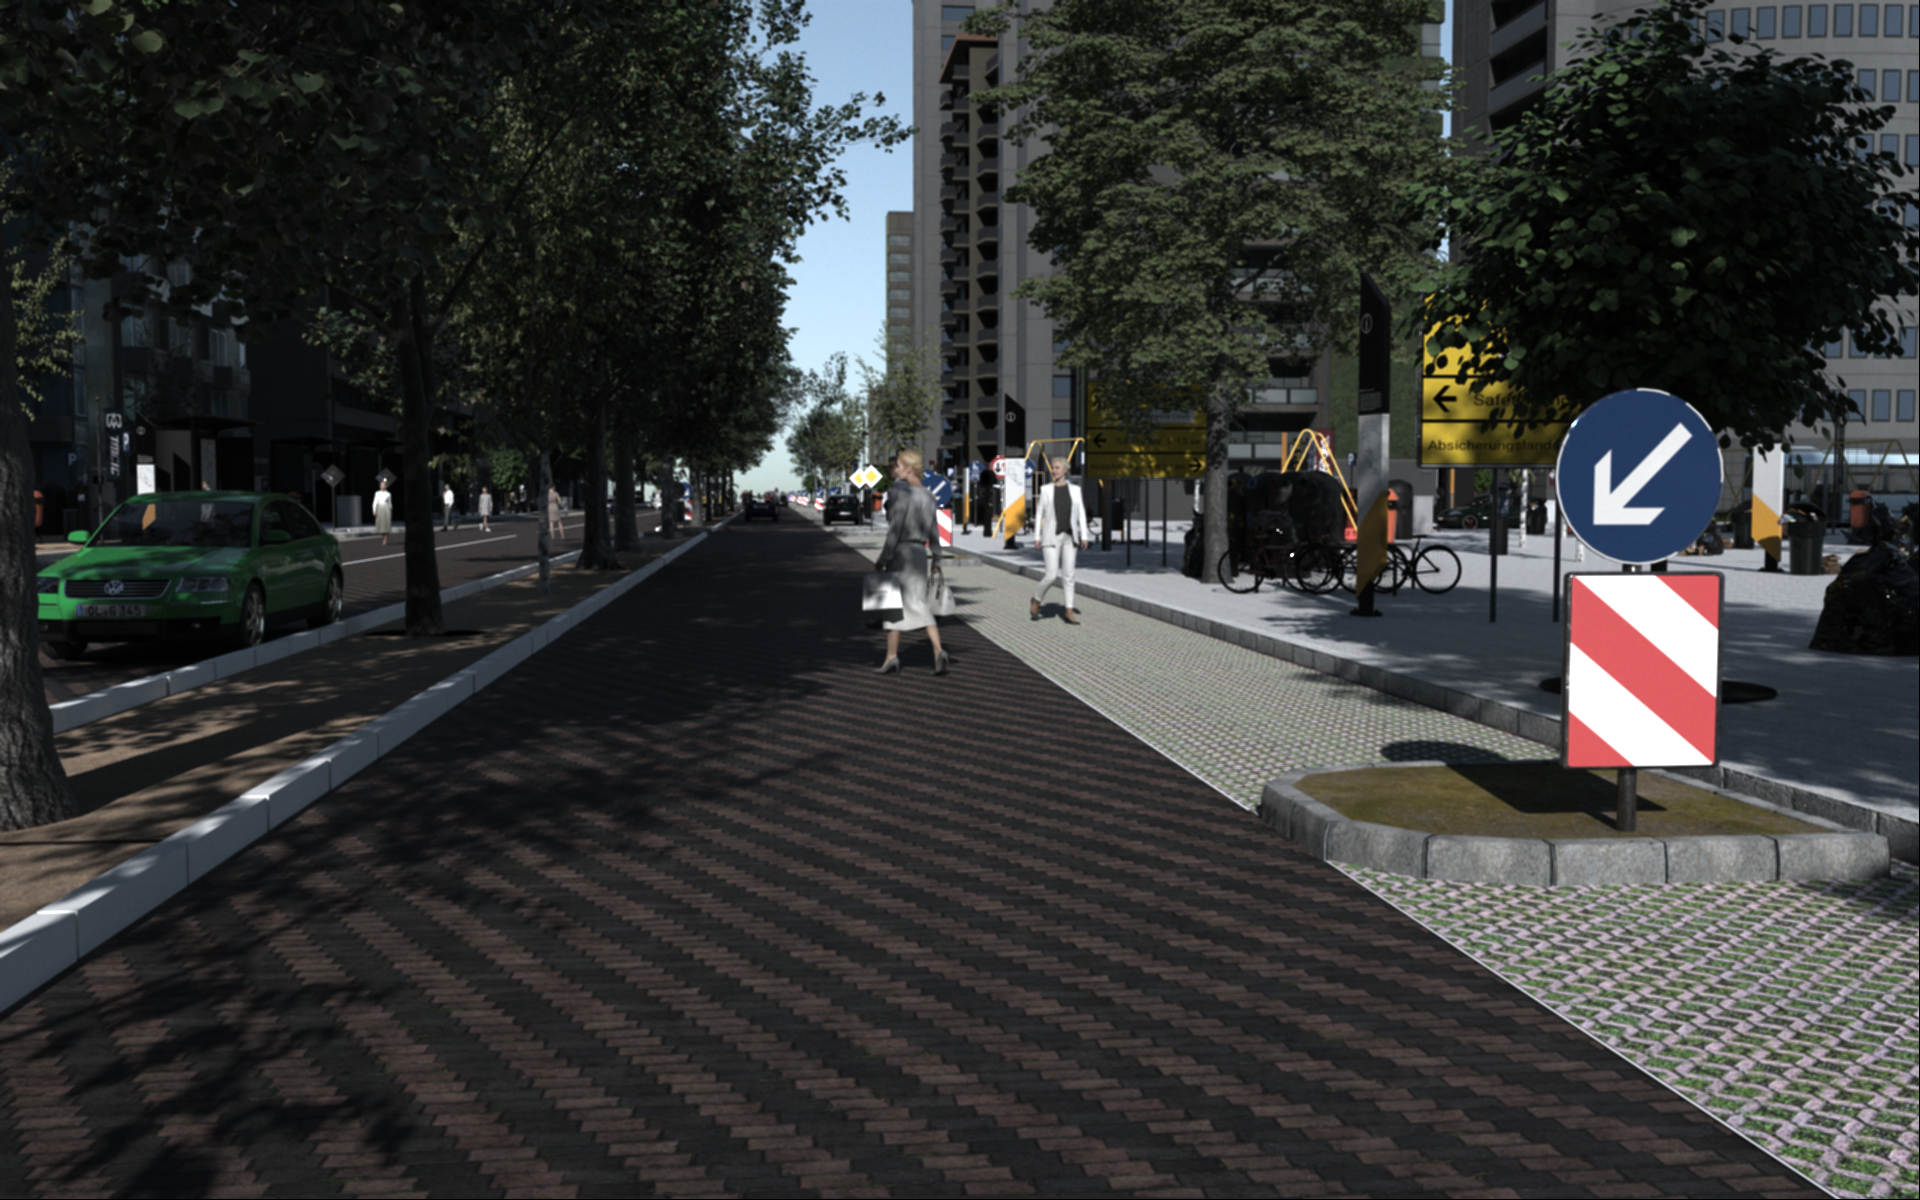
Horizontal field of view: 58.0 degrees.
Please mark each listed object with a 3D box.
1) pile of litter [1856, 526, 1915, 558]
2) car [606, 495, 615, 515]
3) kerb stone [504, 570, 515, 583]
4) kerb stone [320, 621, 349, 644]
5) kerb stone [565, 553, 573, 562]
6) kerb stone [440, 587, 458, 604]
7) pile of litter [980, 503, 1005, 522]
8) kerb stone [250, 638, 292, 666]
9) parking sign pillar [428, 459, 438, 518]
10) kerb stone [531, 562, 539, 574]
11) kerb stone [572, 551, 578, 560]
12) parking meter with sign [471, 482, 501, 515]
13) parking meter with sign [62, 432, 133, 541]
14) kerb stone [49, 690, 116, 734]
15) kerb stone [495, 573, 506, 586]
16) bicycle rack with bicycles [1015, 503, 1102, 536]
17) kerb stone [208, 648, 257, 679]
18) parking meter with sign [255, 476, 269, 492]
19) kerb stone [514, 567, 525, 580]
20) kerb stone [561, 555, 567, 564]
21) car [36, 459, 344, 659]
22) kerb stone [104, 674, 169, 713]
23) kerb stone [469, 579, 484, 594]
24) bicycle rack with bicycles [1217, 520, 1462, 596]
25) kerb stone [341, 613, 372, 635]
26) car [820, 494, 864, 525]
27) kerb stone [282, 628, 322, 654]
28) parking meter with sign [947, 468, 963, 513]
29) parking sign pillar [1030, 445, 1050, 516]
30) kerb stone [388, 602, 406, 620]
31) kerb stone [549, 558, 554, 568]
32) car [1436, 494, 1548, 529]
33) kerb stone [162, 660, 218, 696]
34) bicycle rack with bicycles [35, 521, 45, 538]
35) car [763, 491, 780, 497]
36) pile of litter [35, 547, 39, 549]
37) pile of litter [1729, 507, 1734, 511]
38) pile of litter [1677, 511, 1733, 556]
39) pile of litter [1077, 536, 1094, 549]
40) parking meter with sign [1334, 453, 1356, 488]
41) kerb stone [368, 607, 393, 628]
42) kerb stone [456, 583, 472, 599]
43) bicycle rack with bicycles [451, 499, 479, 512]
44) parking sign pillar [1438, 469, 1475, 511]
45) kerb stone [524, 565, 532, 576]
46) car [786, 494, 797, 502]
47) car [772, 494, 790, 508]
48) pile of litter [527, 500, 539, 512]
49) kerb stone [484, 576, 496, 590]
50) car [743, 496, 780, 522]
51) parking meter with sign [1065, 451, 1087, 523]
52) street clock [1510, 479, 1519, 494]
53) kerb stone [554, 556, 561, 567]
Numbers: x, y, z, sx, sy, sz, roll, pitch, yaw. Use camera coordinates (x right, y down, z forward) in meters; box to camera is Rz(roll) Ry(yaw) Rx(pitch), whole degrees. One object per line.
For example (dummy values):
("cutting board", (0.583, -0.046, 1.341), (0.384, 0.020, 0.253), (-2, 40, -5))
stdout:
("pile of litter", (18.821, -1.295, 35.145), (1.176, 0.858, 1.719), (3, 5, 43))
("car", (-24.782, -6.606, 120.596), (1.945, 1.354, 3.894), (0, 4, -5))
("kerb stone", (-7.363, -0.354, 27.986), (0.120, 0.150, 1.000), (0, 4, -6))
("kerb stone", (-6.137, 0.339, 16.791), (0.120, 0.150, 1.000), (0, 4, -6))
("kerb stone", (-8.252, -0.852, 36.164), (0.120, 0.150, 1.000), (0, 4, -6))
("kerb stone", (-6.816, -0.042, 22.888), (0.120, 0.150, 1.000), (0, 4, -6))
("pile of litter", (1.415, -4.092, 80.862), (1.719, 0.858, 1.176), (0, 4, 4))
("kerb stone", (-5.912, 0.458, 14.749), (0.120, 0.150, 1.000), (0, 4, -6))
("parking sign pillar", (-29.139, -6.465, 94.181), (1.447, 3.967, 1.447), (1, 4, 15))
("kerb stone", (-7.705, -0.542, 31.053), (0.120, 0.150, 1.000), (0, 4, -6))
("kerb stone", (-8.367, -0.915, 37.180), (0.120, 0.150, 1.000), (0, 4, -6))
("parking meter with sign", (-28.940, -6.689, 105.632), (1.738, 3.016, 0.543), (0, 3, 0))
("parking meter with sign", (-23.992, -3.176, 48.184), (0.543, 3.016, 1.738), (3, 5, 44))
("kerb stone", (-5.475, 0.704, 10.679), (0.120, 0.150, 1.000), (0, 4, -6))
("kerb stone", (-7.245, -0.289, 26.970), (0.120, 0.150, 1.000), (0, 4, -6))
("bicycle rack with bicycles", (3.135, -2.503, 54.310), (2.925, 0.926, 2.852), (0, 4, 7))
("kerb stone", (-5.804, 0.518, 13.733), (0.120, 0.150, 1.000), (0, 4, -6))
("parking meter with sign", (-30.164, -4.789, 74.561), (1.738, 3.016, 0.543), (1, 4, 22))
("kerb stone", (-7.468, -0.417, 29.012), (0.120, 0.150, 1.000), (0, 4, -6))
("kerb stone", (-8.144, -0.786, 35.142), (0.120, 0.150, 1.000), (0, 4, -6))
("car", (-7.219, -0.473, 16.525), (1.959, 1.807, 4.718), (0, 4, -6))
("kerb stone", (-5.594, 0.643, 11.695), (0.120, 0.150, 1.000), (0, 4, -6))
("kerb stone", (-7.037, -0.167, 24.921), (0.120, 0.150, 1.000), (0, 4, -6))
("bicycle rack with bicycles", (5.094, -0.574, 22.767), (2.925, 0.926, 2.852), (1, 4, 23))
("kerb stone", (-6.247, 0.268, 17.807), (0.120, 0.150, 1.000), (0, 4, -6))
("car", (-5.418, -4.295, 80.004), (2.009, 1.686, 4.222), (0, 4, -7))
("kerb stone", (-6.030, 0.393, 15.774), (0.120, 0.150, 1.000), (0, 4, -6))
("parking meter with sign", (-0.138, -7.404, 117.309), (0.543, 3.016, 1.738), (2, 4, 35))
("parking sign pillar", (4.598, -6.533, 95.284), (1.447, 3.967, 1.447), (0, 4, -6))
("kerb stone", (-6.479, 0.145, 19.839), (0.120, 0.150, 1.000), (0, 4, -6))
("kerb stone", (-7.927, -0.665, 33.098), (0.120, 0.150, 1.000), (0, 4, -6))
("car", (20.641, -3.509, 67.153), (4.222, 1.686, 2.009), (0, 4, -6))
("kerb stone", (-5.692, 0.585, 12.713), (0.120, 0.150, 1.000), (0, 4, -6))
("bicycle rack with bicycles", (-28.156, -2.216, 49.617), (2.925, 0.926, 2.852), (-1, 4, -10))
("car", (-22.063, -11.962, 204.253), (2.281, 1.827, 5.304), (0, 4, -8))
("pile of litter", (-22.111, -1.579, 39.774), (1.719, 0.858, 1.176), (-2, 4, -33))
("pile of litter", (26.000, -2.689, 57.923), (1.176, 0.858, 1.719), (-3, 5, -41))
("pile of litter", (15.429, -1.376, 36.464), (1.719, 0.858, 1.176), (-2, 4, -34))
("pile of litter", (2.661, -1.659, 41.098), (1.176, 0.858, 1.719), (2, 4, 30))
("parking meter with sign", (15.767, -4.693, 72.985), (1.738, 3.016, 0.543), (-1, 4, -17))
("kerb stone", (-6.362, 0.206, 18.823), (0.120, 0.150, 1.000), (0, 4, -6))
("kerb stone", (-6.922, -0.104, 23.905), (0.120, 0.150, 1.000), (0, 4, -6))
("bicycle rack with bicycles", (-35.697, -6.734, 123.478), (2.925, 0.926, 2.852), (-2, 4, -25))
("parking sign pillar", (21.354, -5.242, 74.173), (1.447, 3.967, 1.447), (0, 4, 4))
("kerb stone", (-7.590, -0.480, 30.037), (0.120, 0.150, 1.000), (0, 4, -6))
("car", (-27.652, -16.724, 283.034), (1.945, 1.707, 3.694), (0, 4, -8))
("car", (-18.074, -10.017, 173.561), (2.009, 1.686, 4.222), (0, 4, -5))
("pile of litter", (-30.651, -6.707, 123.626), (1.719, 0.858, 1.176), (-1, 4, -11))
("kerb stone", (-7.137, -0.229, 25.947), (0.120, 0.150, 1.000), (0, 4, -6))
("car", (-10.496, -4.835, 91.630), (1.945, 1.354, 3.894), (0, 4, -5))
("parking meter with sign", (4.546, -4.521, 70.178), (1.738, 3.016, 0.543), (-3, 5, -44))
("street clock", (27.483, -4.976, 85.930), (0.471, 2.002, 0.358), (-3, 5, -43))
("kerb stone", (-8.030, -0.729, 34.115), (0.120, 0.150, 1.000), (0, 4, -6))
